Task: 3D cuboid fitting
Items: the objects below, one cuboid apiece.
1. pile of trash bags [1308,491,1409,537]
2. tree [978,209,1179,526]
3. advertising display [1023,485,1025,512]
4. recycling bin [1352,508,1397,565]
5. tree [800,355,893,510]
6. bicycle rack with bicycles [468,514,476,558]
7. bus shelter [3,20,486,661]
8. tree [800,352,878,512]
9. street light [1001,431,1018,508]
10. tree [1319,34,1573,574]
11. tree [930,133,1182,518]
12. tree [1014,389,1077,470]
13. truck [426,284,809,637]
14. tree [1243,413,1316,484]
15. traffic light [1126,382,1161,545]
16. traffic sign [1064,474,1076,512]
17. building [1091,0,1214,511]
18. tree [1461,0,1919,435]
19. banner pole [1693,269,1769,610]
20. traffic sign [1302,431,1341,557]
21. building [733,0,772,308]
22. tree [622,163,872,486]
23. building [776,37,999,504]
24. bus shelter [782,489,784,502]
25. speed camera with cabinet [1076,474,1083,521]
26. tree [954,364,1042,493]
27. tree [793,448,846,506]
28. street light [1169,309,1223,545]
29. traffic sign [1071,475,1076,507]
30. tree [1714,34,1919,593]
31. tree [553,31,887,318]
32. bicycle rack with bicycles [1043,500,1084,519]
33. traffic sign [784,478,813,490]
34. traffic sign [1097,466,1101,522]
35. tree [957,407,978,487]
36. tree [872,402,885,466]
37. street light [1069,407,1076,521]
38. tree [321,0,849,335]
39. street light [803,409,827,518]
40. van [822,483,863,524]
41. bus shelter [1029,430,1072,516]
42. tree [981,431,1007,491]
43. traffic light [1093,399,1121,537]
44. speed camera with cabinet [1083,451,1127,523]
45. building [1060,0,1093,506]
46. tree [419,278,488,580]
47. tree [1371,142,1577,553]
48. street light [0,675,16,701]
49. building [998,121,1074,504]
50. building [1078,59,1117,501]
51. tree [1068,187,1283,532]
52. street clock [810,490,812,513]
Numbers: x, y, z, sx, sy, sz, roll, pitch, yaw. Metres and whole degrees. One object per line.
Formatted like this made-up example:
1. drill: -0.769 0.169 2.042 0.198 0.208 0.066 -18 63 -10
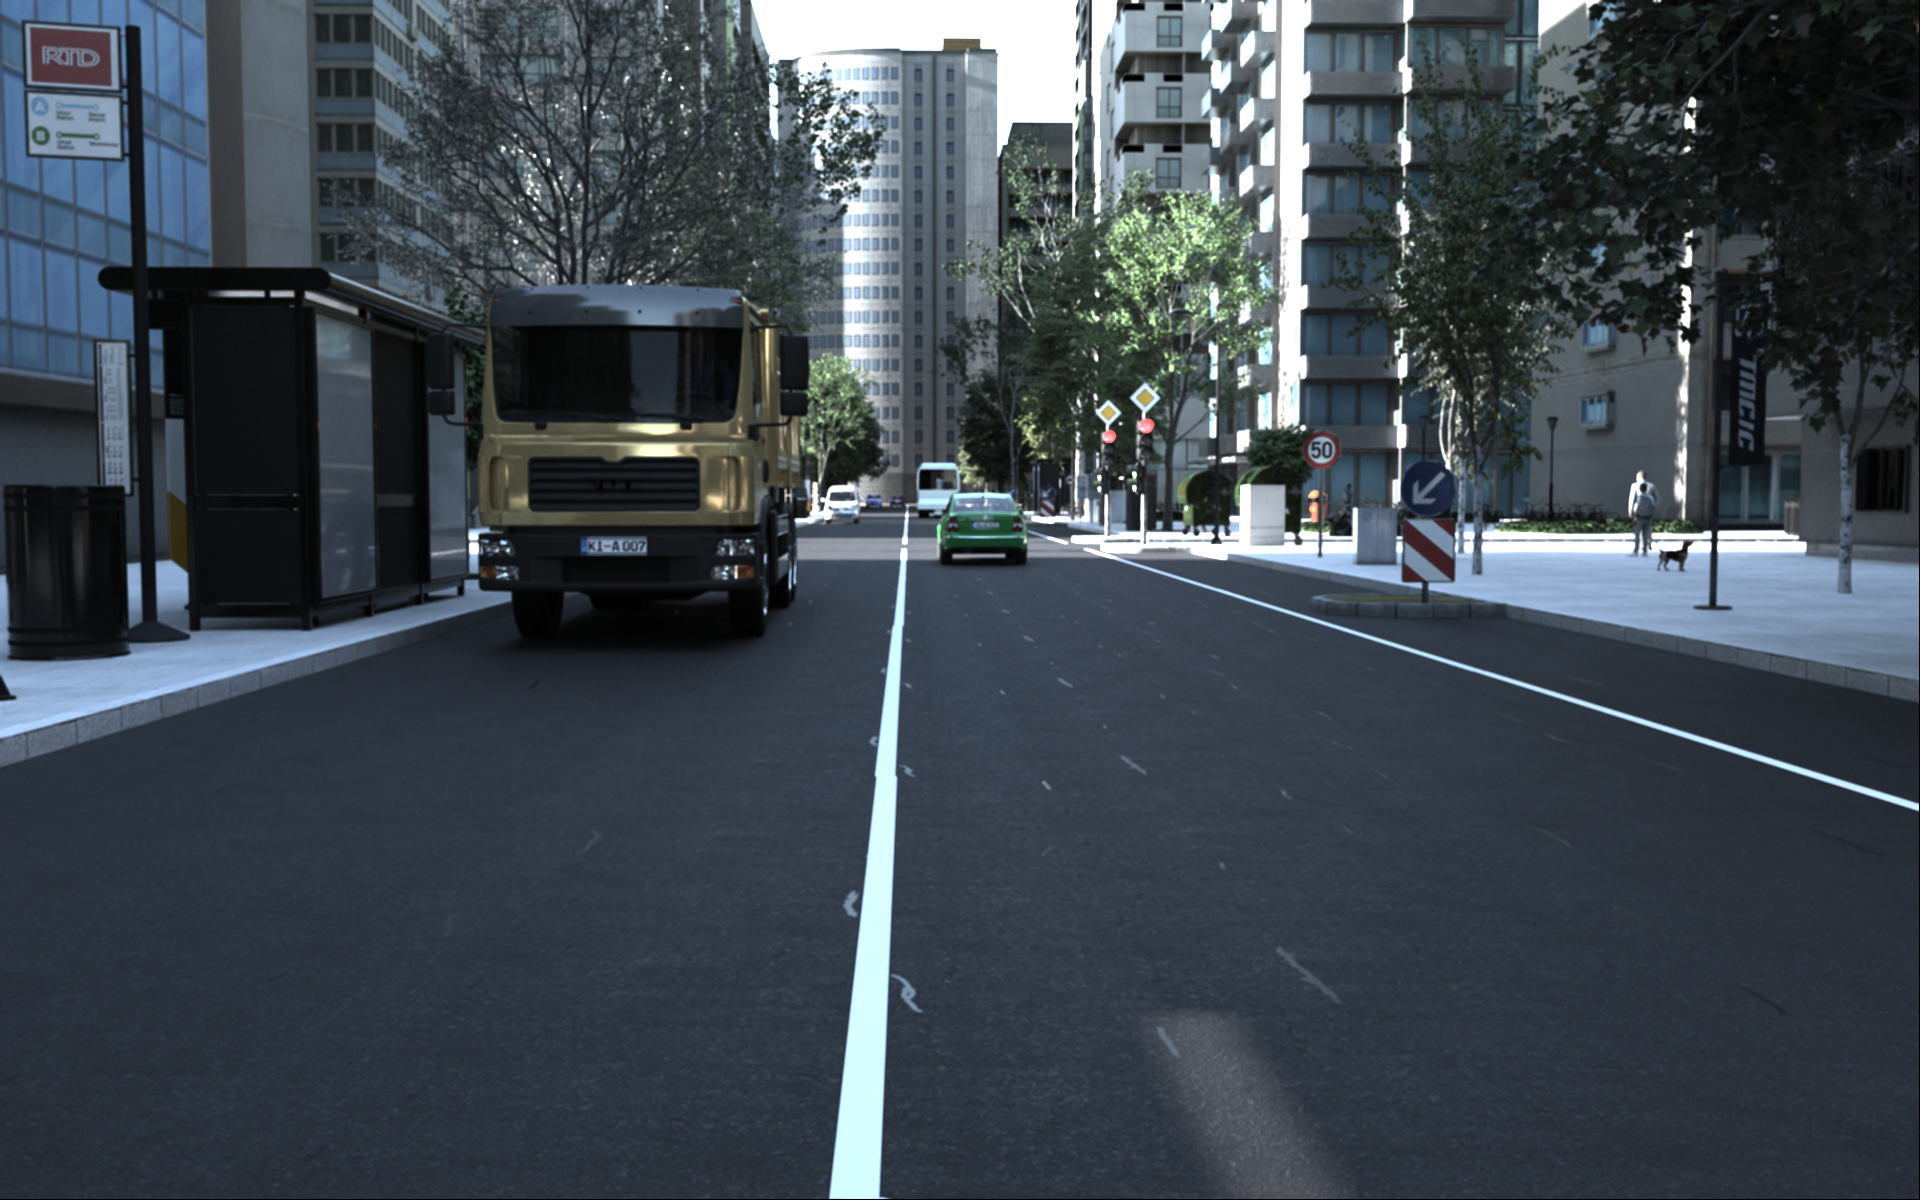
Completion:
1. pile of trash bags: 11.913 -2.604 52.326 3.447 1.369 1.912 -2 4 -30
2. tree: 5.494 -9.263 69.577 7.486 12.596 7.792 0 3 0
3. advertising display: 4.500 -7.109 121.442 0.123 1.923 0.974 0 4 4
4. recycling bin: 7.606 -1.176 31.790 0.722 1.027 0.722 0 4 5
5. tree: -11.158 -13.713 141.215 9.611 12.733 9.660 0 3 0
6. bicycle rack with bicycles: -8.314 -1.096 31.294 2.852 0.926 2.925 -1 4 -15
7. bus shelter: -6.936 -2.440 17.518 2.179 5.291 8.768 0 4 -2
8. tree: -9.912 -12.181 124.914 9.928 11.665 9.643 0 3 0
9. street light: 3.685 -9.432 126.753 1.470 5.913 1.316 0 4 -2
10. tree: 8.080 -4.708 27.339 4.737 8.622 4.395 0 3 0
11. tree: 4.955 -14.501 92.976 12.611 20.169 13.585 0 3 0
12. tree: 5.616 -9.927 112.674 4.737 8.622 4.395 0 3 0
13. truck: -3.287 -1.442 19.501 3.469 3.379 9.791 0 4 -3
14. tree: 13.170 -5.320 70.698 4.285 4.588 4.351 0 3 0
15. traffic light: 4.625 -3.345 43.612 0.839 4.253 0.868 0 4 -2
16. traffic sign: 6.954 -6.679 109.300 0.768 2.556 0.104 0 4 7
17. building: 25.816 -34.026 145.569 28.713 52.752 27.495 0 4 -2
18. tree: 8.104 -5.758 11.149 9.611 12.733 9.660 0 3 0
19. banner pole: 8.506 -1.774 19.023 0.401 3.779 0.863 -2 4 -25
20. traffic sign: 7.303 -2.137 35.050 0.768 2.556 0.104 0 4 7
21. building: -29.423 -33.087 164.668 21.300 48.544 21.600 0 4 -2
22. tree: -8.542 -8.660 59.726 7.486 12.596 7.792 0 3 0
23. building: -9.502 -41.907 227.172 28.212 58.520 21.231 0 4 -2
24. bus shelter: -10.004 -6.131 91.527 1.731 3.624 6.357 0 4 -2
25. speed camera with cabinet: 6.511 -5.314 81.226 2.038 3.252 0.660 2 4 25
26. tree: 4.118 -16.053 169.124 9.857 13.997 8.962 0 3 0
27. tree: -10.015 -7.405 104.779 4.285 4.588 4.351 0 3 0
28. street light: 5.951 -4.348 43.638 1.470 5.913 1.316 0 4 -2
29. traffic sign: 7.049 -6.712 109.840 0.768 2.556 0.104 0 4 5
30. tree: 11.425 -4.378 21.944 4.360 8.622 3.978 0 3 0
31. tree: -9.816 -13.199 71.698 12.611 20.169 13.585 0 3 0
32. bicycle rack with bicycles: 5.937 -5.188 98.199 2.852 0.926 2.925 1 4 10
33. traffic sign: -10.261 -6.954 107.568 2.265 3.308 0.079 0 4 5
34. traffic sign: 6.441 -4.898 80.090 0.884 2.594 0.081 0 4 -1
35. tree: 3.520 -17.077 197.338 7.486 12.596 7.792 0 3 0
36. tree: -11.394 -15.700 174.824 7.486 12.596 7.792 0 3 0
37. street light: 4.925 -6.810 83.890 1.470 5.913 1.316 0 4 -2
38. tree: -7.646 -7.655 35.525 12.009 13.543 11.850 0 3 0
39. street light: -7.952 -7.452 94.388 1.470 5.913 1.316 0 4 -2
40. van: -5.761 -4.768 84.960 2.013 2.044 4.112 0 4 -2
41. bus shelter: 5.428 -7.860 106.149 2.179 5.291 8.768 0 4 -2
42. tree: 3.620 -14.493 187.317 4.360 8.622 3.978 0 3 0
43. traffic light: 4.388 -3.833 51.594 0.839 4.253 0.868 0 4 -2
44. speed camera with cabinet: 6.647 -5.050 76.904 2.038 3.252 0.660 0 4 -5
45. building: 20.966 -45.581 183.503 20.563 71.187 20.611 0 4 -2
46. tree: -7.727 -2.617 26.496 4.285 4.588 4.351 0 3 0
47. tree: 11.070 -5.309 37.169 4.360 8.622 3.978 0 3 0
48. street light: -5.545 -2.329 10.614 1.470 5.913 1.316 0 4 -2
49. building: 15.449 -37.009 228.800 21.600 48.544 21.300 0 4 -2
50. building: 18.243 -29.567 167.014 14.154 41.232 14.086 0 4 -2
51. tree: 7.200 -8.136 58.771 9.928 11.665 9.643 0 3 0
52. street clock: -10.223 -6.907 117.495 0.358 2.002 0.471 -2 4 -30
